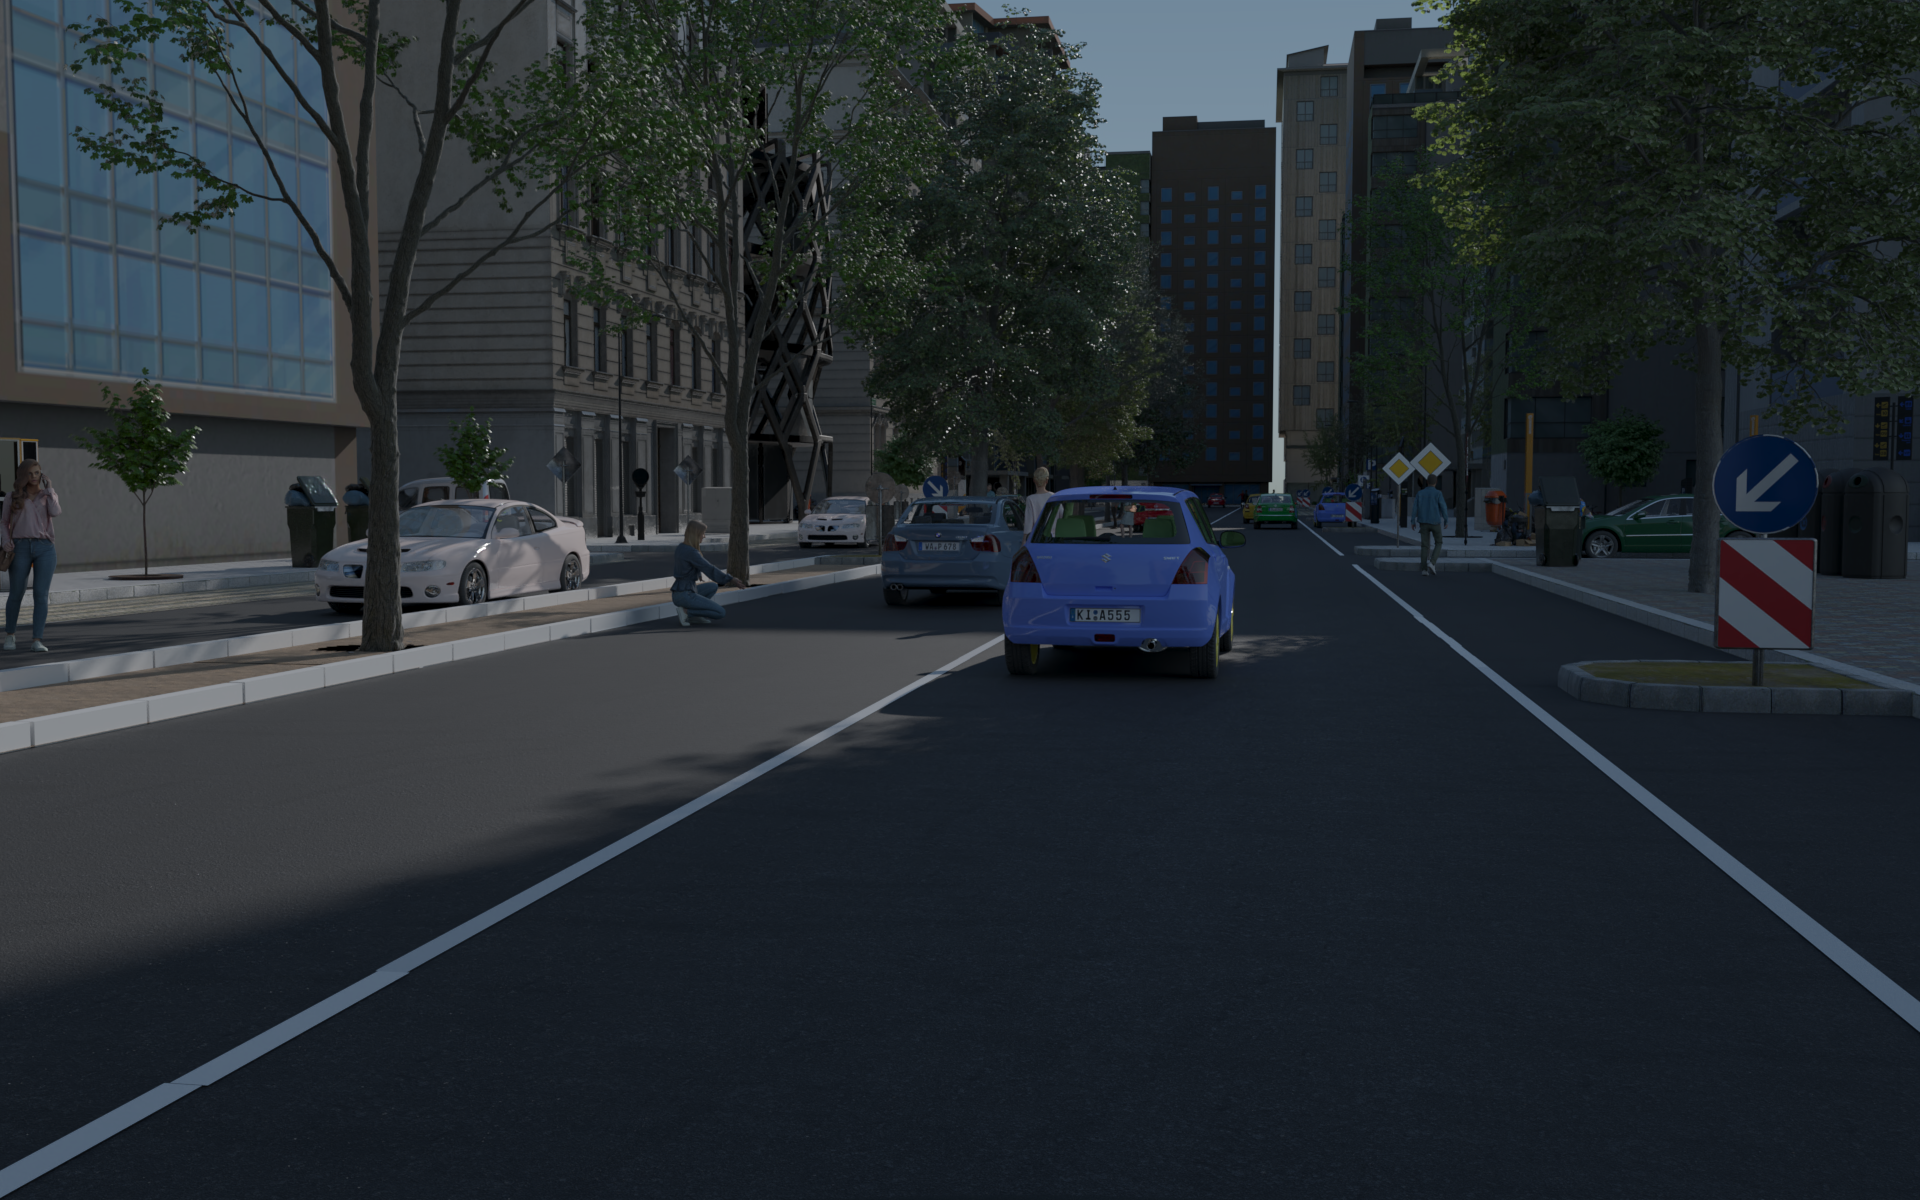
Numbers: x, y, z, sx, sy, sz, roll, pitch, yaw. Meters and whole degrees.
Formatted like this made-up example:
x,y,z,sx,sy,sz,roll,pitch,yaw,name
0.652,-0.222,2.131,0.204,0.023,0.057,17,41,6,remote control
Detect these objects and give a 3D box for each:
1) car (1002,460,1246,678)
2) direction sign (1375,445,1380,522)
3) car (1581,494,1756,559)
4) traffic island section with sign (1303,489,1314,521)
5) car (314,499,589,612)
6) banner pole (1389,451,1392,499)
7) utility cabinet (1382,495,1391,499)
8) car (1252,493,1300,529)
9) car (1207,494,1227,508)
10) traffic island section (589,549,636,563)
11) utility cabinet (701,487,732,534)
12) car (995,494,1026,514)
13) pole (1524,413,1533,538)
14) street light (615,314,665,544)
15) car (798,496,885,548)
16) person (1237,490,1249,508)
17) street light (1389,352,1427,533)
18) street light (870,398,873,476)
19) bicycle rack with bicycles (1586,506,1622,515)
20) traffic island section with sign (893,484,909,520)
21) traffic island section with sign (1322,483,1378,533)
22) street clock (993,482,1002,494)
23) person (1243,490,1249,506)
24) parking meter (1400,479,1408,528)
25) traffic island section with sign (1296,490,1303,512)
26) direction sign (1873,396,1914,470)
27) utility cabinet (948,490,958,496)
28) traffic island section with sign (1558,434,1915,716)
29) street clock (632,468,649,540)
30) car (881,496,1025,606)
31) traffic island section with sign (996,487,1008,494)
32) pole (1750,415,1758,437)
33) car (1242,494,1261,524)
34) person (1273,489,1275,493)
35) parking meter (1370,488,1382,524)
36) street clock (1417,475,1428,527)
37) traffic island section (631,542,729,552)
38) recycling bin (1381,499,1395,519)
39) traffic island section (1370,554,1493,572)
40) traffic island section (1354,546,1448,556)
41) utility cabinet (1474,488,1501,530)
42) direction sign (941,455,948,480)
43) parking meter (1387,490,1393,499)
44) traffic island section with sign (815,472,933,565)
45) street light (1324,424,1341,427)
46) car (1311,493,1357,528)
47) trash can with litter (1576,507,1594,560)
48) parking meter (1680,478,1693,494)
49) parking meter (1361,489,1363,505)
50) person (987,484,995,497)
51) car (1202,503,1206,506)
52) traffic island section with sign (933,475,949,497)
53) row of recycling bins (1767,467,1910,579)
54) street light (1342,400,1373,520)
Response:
x,y,z,sx,sy,sz,roll,pitch,yaw,name
1.459,-0.323,14.878,1.945,1.707,3.694,1,4,11,car
19.103,-5.351,79.484,0.379,3.537,0.876,1,4,12,direction sign
15.290,-1.585,37.714,4.920,1.459,2.131,0,4,8,car
19.504,-5.125,92.421,1.989,1.847,2.006,1,4,10,traffic island section with sign
-6.416,-0.612,22.368,2.083,1.381,4.827,1,4,11,car
25.323,-6.845,101.928,0.401,3.779,0.863,1,4,22,banner pole
25.473,-5.719,104.660,1.020,1.237,0.306,0,4,1,utility cabinet
13.120,-3.861,71.919,1.959,1.807,4.718,1,4,11,car
26.880,-10.538,181.337,2.155,1.783,4.494,1,4,10,car
-8.378,-0.876,36.599,2.009,0.180,2.903,1,4,10,traffic island section
-7.684,-2.840,55.105,1.173,1.500,0.318,2,4,32,utility cabinet
1.973,-3.899,75.547,2.131,1.459,4.920,1,4,11,car
14.385,-3.057,43.829,0.158,3.312,0.155,0,3,0,pole
-8.281,-4.420,44.801,1.470,5.913,1.316,1,4,10,street light
-3.127,-2.154,47.575,2.083,1.381,4.827,1,4,9,car
29.637,-10.585,181.502,1.348,1.831,0.705,0,4,-5,person
14.690,-5.155,56.830,1.470,5.913,1.316,1,4,10,street light
-3.251,-6.199,73.899,1.470,5.913,1.316,1,4,10,street light
19.029,-2.356,51.902,2.925,0.926,2.852,0,4,-4,bicycle rack with bicycles
-2.388,-3.670,68.637,1.989,1.847,2.006,1,4,10,traffic island section with sign
14.762,-3.485,65.613,1.989,1.847,2.006,1,4,10,traffic island section with sign
2.307,-6.227,106.387,0.471,2.002,0.358,-1,4,-12,street clock
25.226,-8.807,152.516,0.705,1.821,1.348,-2,4,-24,person
16.914,-3.686,65.970,0.255,1.863,0.399,1,4,13,parking meter
28.173,-8.133,141.598,1.989,1.847,2.006,1,4,10,traffic island section with sign
21.636,-2.949,40.216,0.379,3.537,0.876,-3,4,-36,direction sign
-0.376,-4.990,90.263,0.318,1.500,1.173,1,4,10,utility cabinet
5.363,-0.223,12.270,1.989,1.847,2.006,1,4,10,traffic island section with sign
-8.876,-2.665,48.149,0.471,2.002,0.358,-1,4,-14,street clock
0.136,-0.701,23.471,2.014,1.417,4.499,1,4,11,car
2.306,-5.294,95.186,1.989,1.847,2.006,1,4,10,traffic island section with sign
20.521,-3.119,44.843,0.158,3.312,0.155,0,3,0,pole
14.773,-4.559,84.762,2.015,1.641,3.980,1,4,12,car
25.083,-7.937,138.357,1.348,1.812,0.705,-1,4,-23,person
17.995,-4.078,75.087,0.372,1.533,0.369,0,3,0,parking meter
17.767,-3.782,66.413,0.358,2.002,0.471,-2,4,-24,street clock
-6.990,-1.357,44.463,2.009,0.180,2.903,1,4,10,traffic island section
22.499,-4.810,91.200,0.722,1.027,0.722,1,4,23,recycling bin
9.094,-0.688,33.523,2.009,0.180,2.903,1,4,10,traffic island section
10.481,-1.169,41.387,2.009,0.180,2.903,1,4,10,traffic island section
18.662,-3.215,61.240,1.173,1.500,0.318,-3,5,-41,utility cabinet
-0.892,-6.462,97.649,0.379,3.537,0.876,-2,4,-24,direction sign
27.486,-6.253,110.644,0.372,1.533,0.369,0,3,0,parking meter
-1.779,-1.684,35.677,2.006,1.907,1.989,1,4,10,traffic island section with sign
24.888,-8.716,115.045,1.470,5.913,1.316,1,4,10,street light
16.063,-3.952,74.211,1.945,1.707,3.694,1,4,9,car
11.690,-1.353,33.513,1.055,1.170,0.624,-2,4,-34,trash can with litter
26.054,-3.452,62.145,0.255,1.863,0.399,0,4,-8,parking meter
21.762,-5.181,93.115,0.372,1.533,0.369,0,3,0,parking meter
1.213,-3.700,68.861,0.748,1.841,0.638,-2,4,-33,person
10.497,-4.341,81.192,2.015,1.641,3.980,1,4,11,car
-0.483,-2.131,42.971,2.006,1.907,1.989,1,4,10,traffic island section with sign
14.064,-1.266,27.807,1.069,1.692,3.534,0,4,2,row of recycling bins
19.863,-6.936,85.937,1.470,5.913,1.316,1,4,10,street light
